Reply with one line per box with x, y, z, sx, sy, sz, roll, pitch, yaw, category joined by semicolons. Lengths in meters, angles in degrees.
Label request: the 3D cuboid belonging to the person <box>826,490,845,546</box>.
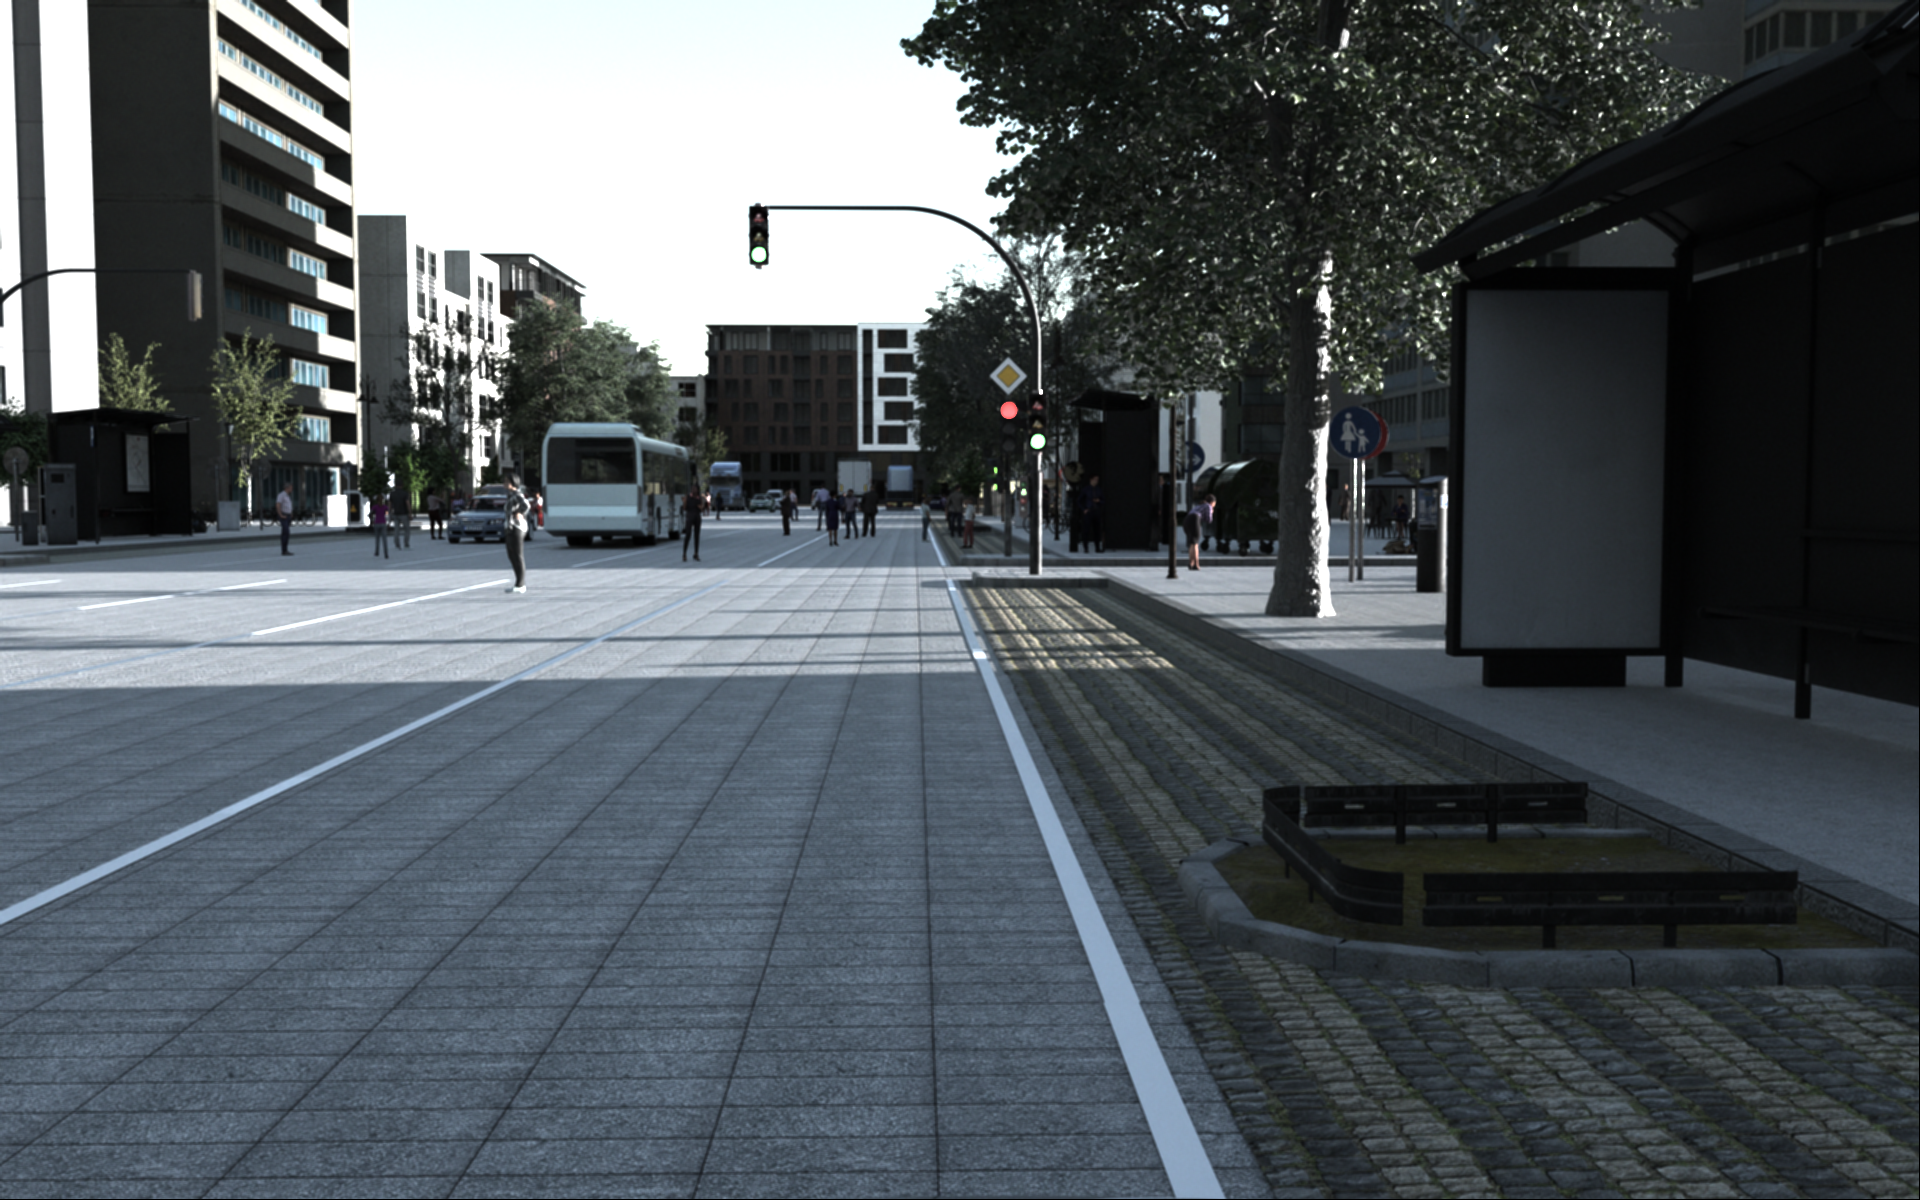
-3.460;-2.260;47.827;0.453;1.535;0.546;0;4;7;person

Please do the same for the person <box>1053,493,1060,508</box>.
4.876;-4.709;86.949;0.435;1.345;0.340;1;4;15;person

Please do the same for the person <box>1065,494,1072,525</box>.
4.496;-3.816;72.350;0.340;1.345;0.435;3;5;44;person

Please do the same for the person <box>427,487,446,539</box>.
-16.570;-2.745;54.836;0.566;1.644;0.517;-1;4;-17;person

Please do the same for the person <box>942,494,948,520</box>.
-0.730;-4.889;91.668;0.421;1.427;0.697;-3;4;-38;person

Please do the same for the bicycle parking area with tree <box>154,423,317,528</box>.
-29.746;-4.928;67.574;9.016;4.147;8.231;1;4;20;bicycle parking area with tree

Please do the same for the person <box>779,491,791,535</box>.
-6.081;-3.028;60.279;0.388;1.546;0.482;0;4;5;person

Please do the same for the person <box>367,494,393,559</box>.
-12.903;-1.636;38.487;0.726;1.435;0.776;-2;4;-26;person

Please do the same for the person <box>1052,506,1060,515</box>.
5.372;-5.019;96.391;0.655;0.850;0.859;2;4;32;person

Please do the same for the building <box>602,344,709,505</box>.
-46.610;-21.171;212.610;31.486;18.905;16.747;0;4;-2;building

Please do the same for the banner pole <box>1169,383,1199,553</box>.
4.891;-2.937;38.035;0.401;3.779;0.863;-3;5;-42;banner pole

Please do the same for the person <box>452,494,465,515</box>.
-16.648;-2.799;57.503;0.421;1.427;0.697;-1;4;-17;person

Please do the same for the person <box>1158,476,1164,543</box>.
5.338;-2.400;45.835;0.434;1.755;0.990;1;4;15;person

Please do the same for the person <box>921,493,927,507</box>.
-1.829;-4.903;91.207;0.480;1.512;0.613;-2;4;-35;person

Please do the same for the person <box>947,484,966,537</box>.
-0.016;-2.951;57.281;0.617;1.759;0.750;2;4;30;person

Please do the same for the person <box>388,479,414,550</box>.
-14.308;-2.186;44.374;0.598;1.807;0.434;1;4;16;person

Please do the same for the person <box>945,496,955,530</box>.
-0.351;-3.392;67.867;0.435;1.345;0.340;0;4;-3;person

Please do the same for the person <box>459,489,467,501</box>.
-33.122;-6.600;115.426;0.415;1.643;0.593;2;4;26;person

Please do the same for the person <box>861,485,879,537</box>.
-3.046;-3.007;58.352;0.565;1.739;0.600;-3;4;-36;person

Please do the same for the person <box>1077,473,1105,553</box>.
2.900;-1.893;37.704;0.576;1.737;0.504;-2;4;-29;person

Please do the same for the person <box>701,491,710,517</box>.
-16.164;-6.123;110.077;0.566;1.644;0.517;0;4;-6;person

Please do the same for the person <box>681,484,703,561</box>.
-5.708;-1.654;37.015;0.415;1.643;0.593;1;4;22;person

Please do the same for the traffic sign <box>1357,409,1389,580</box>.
5.984;-1.574;25.836;0.768;2.556;0.104;0;4;1;traffic sign

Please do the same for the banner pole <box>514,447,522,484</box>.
-23.403;-6.230;91.872;0.863;3.779;0.401;3;5;39;banner pole

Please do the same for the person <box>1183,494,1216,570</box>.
4.323;-1.195;31.271;0.697;1.427;0.421;-2;4;-34;person

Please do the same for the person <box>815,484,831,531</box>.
-5.308;-3.621;67.564;0.709;1.838;0.599;0;3;0;person

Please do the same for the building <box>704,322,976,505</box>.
-14.719;-22.969;219.524;32.646;21.610;27.936;0;4;-2;building

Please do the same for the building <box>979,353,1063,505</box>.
7.440;-21.892;214.351;11.380;20.091;16.016;0;4;-2;building

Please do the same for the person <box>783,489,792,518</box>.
-10.112;-5.708;102.760;0.756;1.711;0.436;0;4;2;person

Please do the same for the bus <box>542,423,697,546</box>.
-9.835;-3.448;51.240;2.948;3.499;13.247;0;4;-3;bus

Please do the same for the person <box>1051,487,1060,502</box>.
5.798;-5.992;104.737;0.376;1.734;0.841;-1;4;-18;person

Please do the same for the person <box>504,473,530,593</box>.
-6.469;-0.981;25.270;0.376;1.734;0.841;-1;4;-15;person

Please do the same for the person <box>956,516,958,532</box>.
-0.025;-3.088;62.895;0.340;1.345;0.435;-3;5;-43;person

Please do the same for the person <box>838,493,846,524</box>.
-5.589;-4.478;84.406;0.600;1.496;0.574;-3;4;-36;person

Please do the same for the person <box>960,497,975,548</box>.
0.196;-2.034;45.666;0.340;1.345;0.435;1;4;15;person

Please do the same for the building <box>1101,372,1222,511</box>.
16.498;-11.529;130.651;9.099;9.664;28.070;0;4;-2;building

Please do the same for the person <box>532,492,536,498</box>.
-21.776;-4.777;88.873;0.482;1.546;0.388;2;4;34;person

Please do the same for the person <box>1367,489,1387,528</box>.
15.720;-3.583;65.170;0.990;1.755;0.434;-2;4;-26;person

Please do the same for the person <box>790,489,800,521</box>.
-8.924;-5.111;93.006;0.436;1.711;0.756;-3;5;-40;person

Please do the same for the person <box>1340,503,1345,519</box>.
19.385;-4.756;87.706;0.340;1.345;0.435;1;4;16;person

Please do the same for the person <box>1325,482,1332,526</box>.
14.776;-3.890;70.090;0.568;1.767;0.683;-1;4;-11;person

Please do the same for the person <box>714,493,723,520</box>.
-13.286;-5.158;95.377;0.480;1.512;0.613;0;4;-4;person

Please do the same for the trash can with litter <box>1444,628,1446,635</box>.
5.283;-0.296;15.894;2.233;1.210;1.678;-2;4;-35;trash can with litter

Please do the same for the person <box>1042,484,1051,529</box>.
3.067;-3.476;64.343;0.593;1.643;0.415;0;4;-2;person

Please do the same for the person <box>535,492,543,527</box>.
-18.499;-3.984;76.102;0.523;1.526;0.387;-3;5;-42;person

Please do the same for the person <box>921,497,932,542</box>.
-1.014;-2.413;51.866;0.435;1.345;0.340;3;5;41;person

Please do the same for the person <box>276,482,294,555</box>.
-15.825;-1.916;40.763;0.436;1.711;0.756;0;4;7;person

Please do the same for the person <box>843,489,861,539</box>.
-3.496;-2.737;55.212;0.963;1.587;0.435;1;4;19;person

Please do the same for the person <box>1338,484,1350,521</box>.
18.557;-4.694;83.335;0.434;1.755;0.990;-2;4;-23;person
